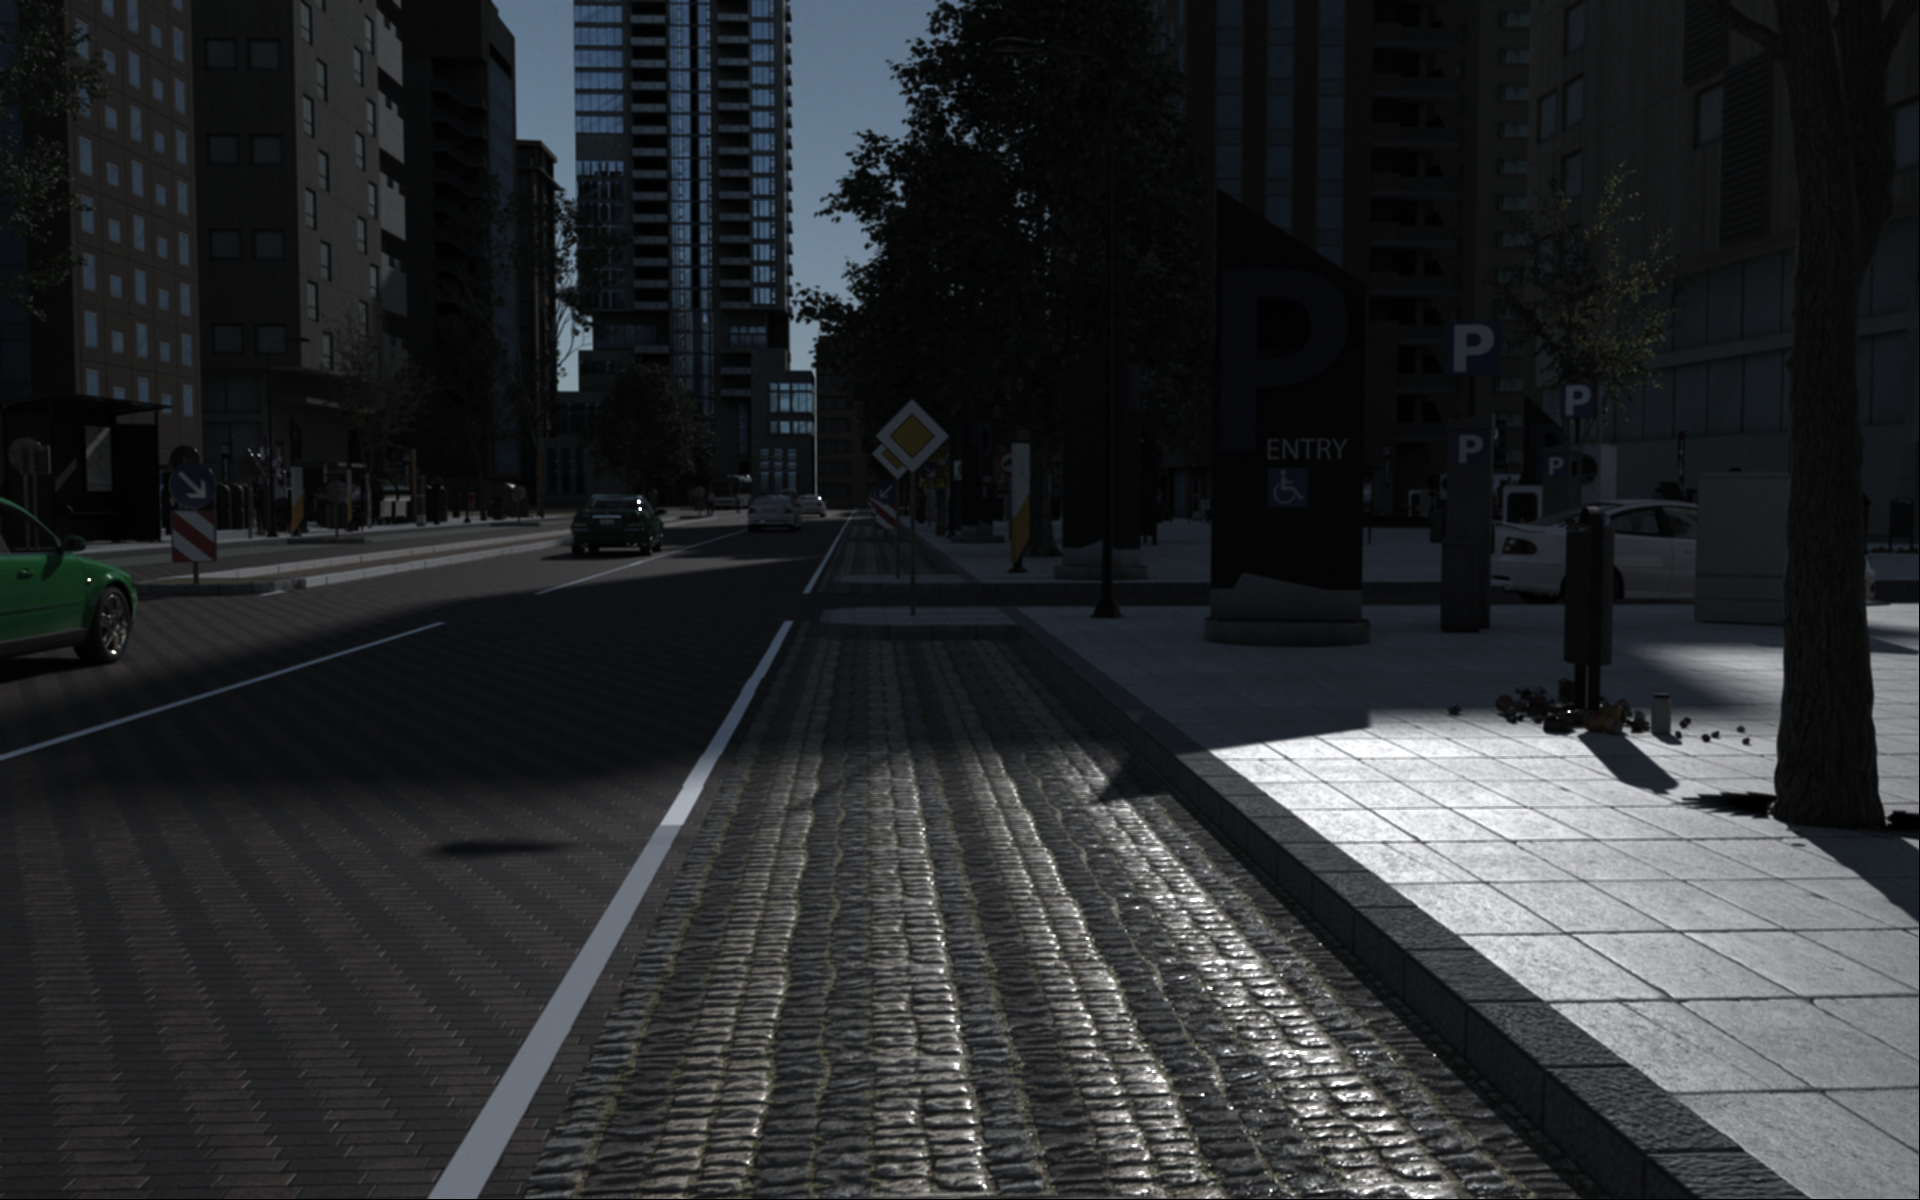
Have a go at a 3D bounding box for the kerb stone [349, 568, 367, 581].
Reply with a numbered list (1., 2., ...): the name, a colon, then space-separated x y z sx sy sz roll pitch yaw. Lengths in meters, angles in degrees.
1. kerb stone: -10.124 -0.402 28.830 0.120 0.150 1.000 0 4 -3

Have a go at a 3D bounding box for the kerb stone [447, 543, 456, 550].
1. kerb stone: -13.081 -1.339 44.095 0.120 0.150 1.000 0 4 -3

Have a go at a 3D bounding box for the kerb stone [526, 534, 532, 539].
1. kerb stone: -13.648 -1.964 54.311 0.120 0.150 1.000 0 4 -3

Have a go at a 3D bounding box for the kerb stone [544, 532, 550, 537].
1. kerb stone: -13.818 -2.151 57.382 0.120 0.150 1.000 0 4 -3

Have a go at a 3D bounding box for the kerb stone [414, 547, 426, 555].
1. kerb stone: -12.901 -1.150 41.016 0.120 0.150 1.000 0 4 -3

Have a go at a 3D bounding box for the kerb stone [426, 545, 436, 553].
1. kerb stone: -12.965 -1.213 42.041 0.120 0.150 1.000 0 4 -3

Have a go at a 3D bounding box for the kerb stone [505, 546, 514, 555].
1. kerb stone: -10.809 -1.157 41.115 0.120 0.150 1.000 0 4 -3

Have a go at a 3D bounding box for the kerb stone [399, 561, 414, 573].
1. kerb stone: -10.298 -0.583 31.894 0.120 0.150 1.000 0 4 -3

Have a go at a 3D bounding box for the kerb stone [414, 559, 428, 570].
1. kerb stone: -10.354 -0.656 32.922 0.120 0.150 1.000 0 4 -3

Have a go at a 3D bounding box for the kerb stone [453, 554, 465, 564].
1. kerb stone: -10.520 -0.844 35.997 0.120 0.150 1.000 0 4 -3

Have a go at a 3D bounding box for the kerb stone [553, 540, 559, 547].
1. kerb stone: -11.147 -1.532 47.247 0.120 0.150 1.000 0 4 -3

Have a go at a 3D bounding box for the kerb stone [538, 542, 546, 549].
1. kerb stone: -11.031 -1.407 45.206 0.120 0.150 1.000 0 4 -3

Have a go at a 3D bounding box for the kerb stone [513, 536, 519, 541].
1. kerb stone: -13.538 -1.836 52.270 0.120 0.150 1.000 0 4 -3

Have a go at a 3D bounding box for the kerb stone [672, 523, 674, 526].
1. kerb stone: -12.736 -3.280 75.876 0.120 0.150 1.000 0 4 -3

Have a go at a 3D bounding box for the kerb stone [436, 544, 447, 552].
1. kerb stone: -13.013 -1.277 43.075 0.120 0.150 1.000 0 4 -3

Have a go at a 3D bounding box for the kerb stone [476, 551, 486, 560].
1. kerb stone: -10.635 -0.969 38.043 0.120 0.150 1.000 0 4 -3

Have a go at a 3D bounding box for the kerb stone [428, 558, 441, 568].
1. kerb stone: -10.403 -0.718 33.943 0.120 0.150 1.000 0 4 -3

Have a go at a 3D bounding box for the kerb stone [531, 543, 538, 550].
1. kerb stone: -10.977 -1.341 44.180 0.120 0.150 1.000 0 4 -3

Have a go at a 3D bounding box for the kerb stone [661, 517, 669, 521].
1. kerb stone: -15.748 -4.280 92.178 0.120 0.150 1.000 0 4 -3

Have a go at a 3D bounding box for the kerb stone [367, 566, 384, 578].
1. kerb stone: -10.178 -0.467 29.850 0.120 0.150 1.000 0 4 -3

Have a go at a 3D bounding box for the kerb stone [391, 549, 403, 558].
1. kerb stone: -12.794 -1.026 38.968 0.120 0.150 1.000 0 4 -3

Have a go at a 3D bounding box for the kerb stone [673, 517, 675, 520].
1. kerb stone: -15.926 -4.468 95.244 0.120 0.150 1.000 0 4 -3

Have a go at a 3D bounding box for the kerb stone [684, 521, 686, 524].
1. kerb stone: -13.028 -3.591 80.987 0.120 0.150 1.000 0 4 -3

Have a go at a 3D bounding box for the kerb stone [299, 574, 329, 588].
1. kerb stone: -10.016 -0.281 26.787 0.120 0.150 1.000 0 4 -3

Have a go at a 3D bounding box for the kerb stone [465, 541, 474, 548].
1. kerb stone: -13.195 -1.465 46.140 0.120 0.150 1.000 0 4 -3

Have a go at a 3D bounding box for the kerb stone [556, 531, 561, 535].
1. kerb stone: -13.929 -2.278 59.437 0.120 0.150 1.000 0 4 -3

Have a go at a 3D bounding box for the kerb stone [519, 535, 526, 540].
1. kerb stone: -13.587 -1.895 53.291 0.120 0.150 1.000 0 4 -3

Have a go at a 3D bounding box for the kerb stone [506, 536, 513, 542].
1. kerb stone: -13.473 -1.776 51.250 0.120 0.150 1.000 0 4 -3

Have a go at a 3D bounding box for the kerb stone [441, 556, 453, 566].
1. kerb stone: -10.464 -0.776 34.964 0.120 0.150 1.000 0 4 -3

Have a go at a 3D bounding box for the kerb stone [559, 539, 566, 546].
1. kerb stone: -11.207 -1.595 48.268 0.120 0.150 1.000 0 4 -3

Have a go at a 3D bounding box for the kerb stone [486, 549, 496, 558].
1. kerb stone: -10.696 -1.032 39.073 0.120 0.150 1.000 0 4 -3

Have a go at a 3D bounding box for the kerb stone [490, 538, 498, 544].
1. kerb stone: -13.364 -1.649 49.208 0.120 0.150 1.000 0 4 -3

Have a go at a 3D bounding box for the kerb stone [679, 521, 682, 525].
1. kerb stone: -12.913 -3.471 78.945 0.120 0.150 1.000 0 4 -3

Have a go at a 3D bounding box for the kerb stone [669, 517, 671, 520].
1. kerb stone: -15.802 -4.343 93.203 0.120 0.150 1.000 0 4 -3

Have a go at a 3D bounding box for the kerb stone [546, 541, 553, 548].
1. kerb stone: -11.094 -1.470 46.226 0.120 0.150 1.000 0 4 -3

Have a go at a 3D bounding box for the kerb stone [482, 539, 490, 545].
1. kerb stone: -13.310 -1.587 48.184 0.120 0.150 1.000 0 4 -3

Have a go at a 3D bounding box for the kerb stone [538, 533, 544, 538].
1. kerb stone: -13.760 -2.088 56.361 0.120 0.150 1.000 0 4 -3

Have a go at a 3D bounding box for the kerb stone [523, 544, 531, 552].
1. kerb stone: -10.913 -1.282 43.158 0.120 0.150 1.000 0 4 -3

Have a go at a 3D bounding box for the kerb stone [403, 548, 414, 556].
1. kerb stone: -12.854 -1.088 39.989 0.120 0.150 1.000 0 4 -3

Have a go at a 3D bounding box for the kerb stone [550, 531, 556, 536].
1. kerb stone: -13.872 -2.209 58.403 0.120 0.150 1.000 0 4 -3

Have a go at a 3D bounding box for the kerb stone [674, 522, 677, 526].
1. kerb stone: -12.800 -3.346 76.896 0.120 0.150 1.000 0 4 -3

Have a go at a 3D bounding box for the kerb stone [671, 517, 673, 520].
1. kerb stone: -15.864 -4.405 94.223 0.120 0.150 1.000 0 4 -3

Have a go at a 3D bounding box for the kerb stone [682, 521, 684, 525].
1. kerb stone: -12.969 -3.532 79.966 0.120 0.150 1.000 0 4 -3

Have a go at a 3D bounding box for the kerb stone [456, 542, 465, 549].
1. kerb stone: -13.136 -1.402 45.120 0.120 0.150 1.000 0 4 -3

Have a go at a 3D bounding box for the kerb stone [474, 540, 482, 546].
1. kerb stone: -13.255 -1.527 47.164 0.120 0.150 1.000 0 4 -3

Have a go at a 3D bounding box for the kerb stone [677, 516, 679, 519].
1. kerb stone: -16.027 -4.594 97.299 0.120 0.150 1.000 0 4 -3

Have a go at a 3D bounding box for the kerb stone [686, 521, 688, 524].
1. kerb stone: -13.087 -3.658 82.007 0.120 0.150 1.000 0 4 -3

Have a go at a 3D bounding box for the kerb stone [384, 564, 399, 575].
1. kerb stone: -10.242 -0.531 30.870 0.120 0.150 1.000 0 4 -3

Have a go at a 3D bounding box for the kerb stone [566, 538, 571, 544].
1. kerb stone: -11.260 -1.656 49.292 0.120 0.150 1.000 0 4 -3

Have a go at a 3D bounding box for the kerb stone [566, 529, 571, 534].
1. kerb stone: -14.043 -2.399 61.480 0.120 0.150 1.000 0 4 -3

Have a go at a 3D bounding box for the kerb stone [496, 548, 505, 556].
1. kerb stone: -10.757 -1.092 40.094 0.120 0.150 1.000 0 4 -3

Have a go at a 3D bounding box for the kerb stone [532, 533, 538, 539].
1. kerb stone: -13.704 -2.027 55.333 0.120 0.150 1.000 0 4 -3

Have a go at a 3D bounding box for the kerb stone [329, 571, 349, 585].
1. kerb stone: -10.066 -0.343 27.808 0.120 0.150 1.000 0 4 -3

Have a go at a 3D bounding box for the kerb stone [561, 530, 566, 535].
1. kerb stone: -13.984 -2.340 60.458 0.120 0.150 1.000 0 4 -3

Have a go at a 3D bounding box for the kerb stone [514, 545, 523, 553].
1. kerb stone: -10.859 -1.220 42.136 0.120 0.150 1.000 0 4 -3

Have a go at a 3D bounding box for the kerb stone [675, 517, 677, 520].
1. kerb stone: -15.976 -4.526 96.275 0.120 0.150 1.000 0 4 -3

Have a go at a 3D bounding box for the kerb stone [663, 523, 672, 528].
1. kerb stone: -12.684 -3.221 74.853 0.120 0.150 1.000 0 4 -3

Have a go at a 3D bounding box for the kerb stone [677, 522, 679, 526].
1. kerb stone: -12.860 -3.401 77.925 0.120 0.150 1.000 0 4 -3

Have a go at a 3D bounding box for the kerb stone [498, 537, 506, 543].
1. kerb stone: -13.418 -1.715 50.229 0.120 0.150 1.000 0 4 -3

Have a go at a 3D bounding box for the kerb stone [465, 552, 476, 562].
1. kerb stone: -10.578 -0.907 37.018 0.120 0.150 1.000 0 4 -3
